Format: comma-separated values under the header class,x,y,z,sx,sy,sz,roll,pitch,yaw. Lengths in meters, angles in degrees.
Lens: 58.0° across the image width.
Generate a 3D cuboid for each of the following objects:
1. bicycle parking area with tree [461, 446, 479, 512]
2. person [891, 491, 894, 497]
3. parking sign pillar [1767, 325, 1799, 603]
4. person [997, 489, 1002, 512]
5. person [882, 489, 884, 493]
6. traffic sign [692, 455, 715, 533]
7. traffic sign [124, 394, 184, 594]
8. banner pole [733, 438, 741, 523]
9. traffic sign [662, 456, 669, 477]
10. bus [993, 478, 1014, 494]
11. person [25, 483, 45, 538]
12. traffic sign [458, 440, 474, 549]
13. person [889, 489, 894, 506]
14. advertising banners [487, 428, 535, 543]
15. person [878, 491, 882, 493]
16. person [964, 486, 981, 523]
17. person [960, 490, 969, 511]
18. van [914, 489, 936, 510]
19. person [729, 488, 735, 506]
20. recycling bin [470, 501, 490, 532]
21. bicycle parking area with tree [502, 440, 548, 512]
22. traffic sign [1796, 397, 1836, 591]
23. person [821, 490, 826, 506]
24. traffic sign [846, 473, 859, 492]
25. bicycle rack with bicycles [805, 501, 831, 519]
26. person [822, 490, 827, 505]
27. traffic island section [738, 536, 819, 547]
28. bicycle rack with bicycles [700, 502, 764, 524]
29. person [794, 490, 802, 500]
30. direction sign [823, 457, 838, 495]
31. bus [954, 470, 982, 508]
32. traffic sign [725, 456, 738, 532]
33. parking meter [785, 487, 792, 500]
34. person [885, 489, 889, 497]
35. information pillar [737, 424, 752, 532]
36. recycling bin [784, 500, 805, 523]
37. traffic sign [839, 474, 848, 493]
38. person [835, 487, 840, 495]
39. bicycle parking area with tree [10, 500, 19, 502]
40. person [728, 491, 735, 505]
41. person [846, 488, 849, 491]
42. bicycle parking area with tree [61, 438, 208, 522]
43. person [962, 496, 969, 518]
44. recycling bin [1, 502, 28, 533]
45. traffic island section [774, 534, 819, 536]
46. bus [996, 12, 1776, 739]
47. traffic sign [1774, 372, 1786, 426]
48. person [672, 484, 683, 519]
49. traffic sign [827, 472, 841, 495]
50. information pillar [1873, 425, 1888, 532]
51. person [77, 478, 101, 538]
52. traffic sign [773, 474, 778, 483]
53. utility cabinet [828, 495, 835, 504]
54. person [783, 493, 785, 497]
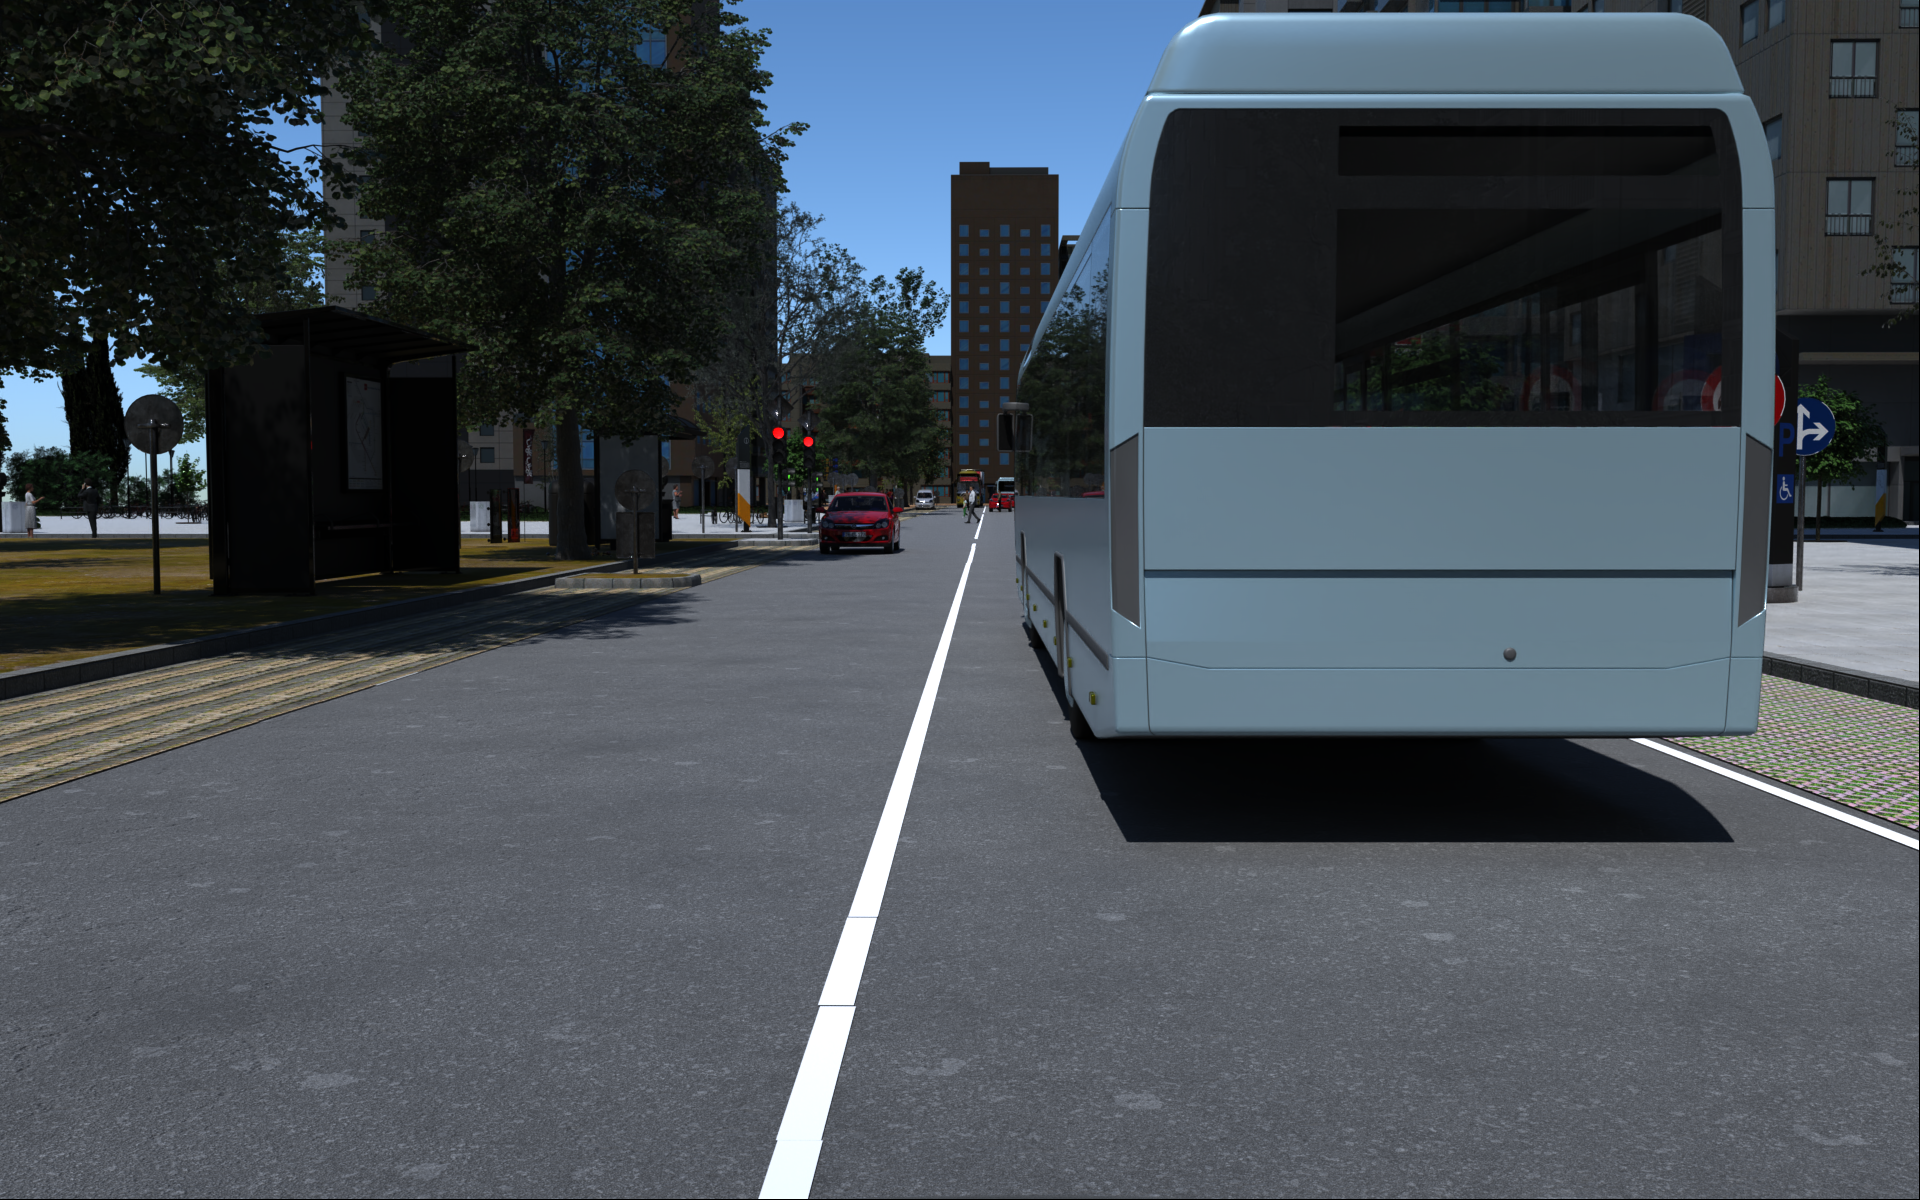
class,x,y,z,sx,sy,sz,roll,pitch,yaw
bicycle parking area with tree,-29.629,-7.202,104.758,9.016,4.147,8.231,0,4,2
person,-7.900,-11.946,202.140,0.721,1.735,1.217,1,4,9
parking sign pillar,9.365,-1.983,20.890,1.447,3.967,1.447,-2,4,-33
person,3.112,-7.869,137.173,0.705,1.823,1.348,0,4,5
person,-8.692,-11.658,196.780,0.705,1.807,1.348,0,4,-6
traffic sign,-8.421,-3.465,56.763,0.768,2.556,0.104,0,4,4
traffic sign,-10.288,-1.346,22.118,0.768,2.556,0.104,0,4,2
banner pole,-9.790,-5.322,77.029,0.401,3.779,0.863,-3,5,-41
traffic sign,-9.823,-3.434,56.256,0.768,2.556,0.104,0,4,5
bus,5.442,-12.593,200.760,2.948,3.499,13.247,0,3,0
person,-28.336,-2.686,52.994,0.480,1.755,0.524,3,5,42
traffic sign,-11.726,-2.470,40.483,0.768,2.556,0.104,1,4,10
person,-6.023,-8.882,151.939,0.721,1.739,1.217,1,4,11
advertising banners,-11.825,-3.032,45.753,0.090,3.025,2.074,1,4,22
person,-8.768,-11.156,188.895,0.683,1.767,0.568,1,4,15
person,0.606,-4.661,84.813,0.850,1.850,0.679,-1,4,-13
person,0.617,-8.635,149.699,1.348,1.823,0.705,-1,4,-9
van,-3.148,-9.102,155.828,2.013,2.044,4.112,0,4,1
person,-18.773,-8.430,144.015,1.348,1.807,0.705,3,5,41
recycling bin,-16.256,-2.846,59.078,0.722,1.027,0.722,-2,4,-34
bicycle parking area with tree,-19.732,-6.500,93.278,8.231,4.147,9.016,0,4,3
traffic sign,11.137,-1.395,22.913,0.768,2.556,0.104,0,4,6
person,-14.886,-10.974,186.153,1.217,1.739,0.721,-3,5,-43
traffic sign,-6.524,-6.409,104.894,0.768,2.556,0.104,1,4,8
bicycle rack with bicycles,-7.252,-4.563,87.992,2.852,0.926,2.925,0,4,-7
person,-16.457,-12.373,208.890,0.990,1.755,0.434,-3,4,-37
traffic island section,-5.073,-1.617,48.716,2.009,0.180,2.903,0,4,1
bicycle rack with bicycles,-10.021,-3.767,74.974,2.852,0.926,2.925,-2,4,-25
person,-18.125,-11.491,194.643,1.217,1.735,0.721,0,4,6
direction sign,-7.811,-6.898,104.778,0.876,3.537,0.379,0,4,-6
bus,0.862,-11.817,184.754,2.896,3.916,12.252,0,3,0
traffic sign,-7.570,-3.579,58.620,0.768,2.556,0.104,0,4,8
parking meter,-10.620,-6.209,107.221,0.255,1.863,0.399,2,4,25
person,-8.180,-11.509,193.838,1.348,1.869,0.705,2,4,32
information pillar,-7.233,-4.078,58.034,0.183,3.616,0.504,3,5,43
recycling bin,-7.496,-4.038,78.569,0.722,1.027,0.722,-3,4,-36
traffic sign,-7.322,-6.649,108.810,0.768,2.556,0.104,0,4,4
person,-8.060,-6.565,113.858,0.515,1.767,0.782,1,4,20
bicycle parking area with tree,-51.829,-6.090,86.569,8.231,4.147,9.016,0,4,4
person,-17.437,-7.909,134.989,1.348,1.869,0.705,-3,4,-39
person,-9.398,-8.468,144.462,1.348,1.831,0.705,-2,4,-33
bicycle parking area with tree,-42.871,-6.421,91.990,9.016,4.147,8.231,1,4,12
person,0.325,-5.584,104.046,0.590,1.304,0.306,-3,5,-45
recycling bin,-31.056,-2.722,57.057,0.722,1.027,0.722,3,5,42
traffic island section,-4.939,-2.105,56.700,2.009,0.180,2.903,0,4,1
bus,1.864,-1.126,13.271,2.948,3.499,13.247,0,3,0
traffic sign,7.374,-0.997,16.400,0.768,2.556,0.104,0,4,7
person,-14.476,-5.043,88.846,0.532,1.782,0.716,-1,4,-13
traffic sign,-7.186,-6.025,98.616,0.768,2.556,0.104,0,4,2
information pillar,31.243,-4.121,58.733,0.183,3.616,0.504,0,4,-2
person,-25.825,-2.661,51.362,0.474,1.900,0.648,0,4,-1
traffic sign,-9.366,-5.504,90.090,0.768,2.556,0.104,0,4,7
utility cabinet,-6.804,-5.063,93.946,0.306,1.237,1.020,-2,4,-26
person,-20.324,-12.008,203.058,0.721,1.739,1.217,2,4,34
